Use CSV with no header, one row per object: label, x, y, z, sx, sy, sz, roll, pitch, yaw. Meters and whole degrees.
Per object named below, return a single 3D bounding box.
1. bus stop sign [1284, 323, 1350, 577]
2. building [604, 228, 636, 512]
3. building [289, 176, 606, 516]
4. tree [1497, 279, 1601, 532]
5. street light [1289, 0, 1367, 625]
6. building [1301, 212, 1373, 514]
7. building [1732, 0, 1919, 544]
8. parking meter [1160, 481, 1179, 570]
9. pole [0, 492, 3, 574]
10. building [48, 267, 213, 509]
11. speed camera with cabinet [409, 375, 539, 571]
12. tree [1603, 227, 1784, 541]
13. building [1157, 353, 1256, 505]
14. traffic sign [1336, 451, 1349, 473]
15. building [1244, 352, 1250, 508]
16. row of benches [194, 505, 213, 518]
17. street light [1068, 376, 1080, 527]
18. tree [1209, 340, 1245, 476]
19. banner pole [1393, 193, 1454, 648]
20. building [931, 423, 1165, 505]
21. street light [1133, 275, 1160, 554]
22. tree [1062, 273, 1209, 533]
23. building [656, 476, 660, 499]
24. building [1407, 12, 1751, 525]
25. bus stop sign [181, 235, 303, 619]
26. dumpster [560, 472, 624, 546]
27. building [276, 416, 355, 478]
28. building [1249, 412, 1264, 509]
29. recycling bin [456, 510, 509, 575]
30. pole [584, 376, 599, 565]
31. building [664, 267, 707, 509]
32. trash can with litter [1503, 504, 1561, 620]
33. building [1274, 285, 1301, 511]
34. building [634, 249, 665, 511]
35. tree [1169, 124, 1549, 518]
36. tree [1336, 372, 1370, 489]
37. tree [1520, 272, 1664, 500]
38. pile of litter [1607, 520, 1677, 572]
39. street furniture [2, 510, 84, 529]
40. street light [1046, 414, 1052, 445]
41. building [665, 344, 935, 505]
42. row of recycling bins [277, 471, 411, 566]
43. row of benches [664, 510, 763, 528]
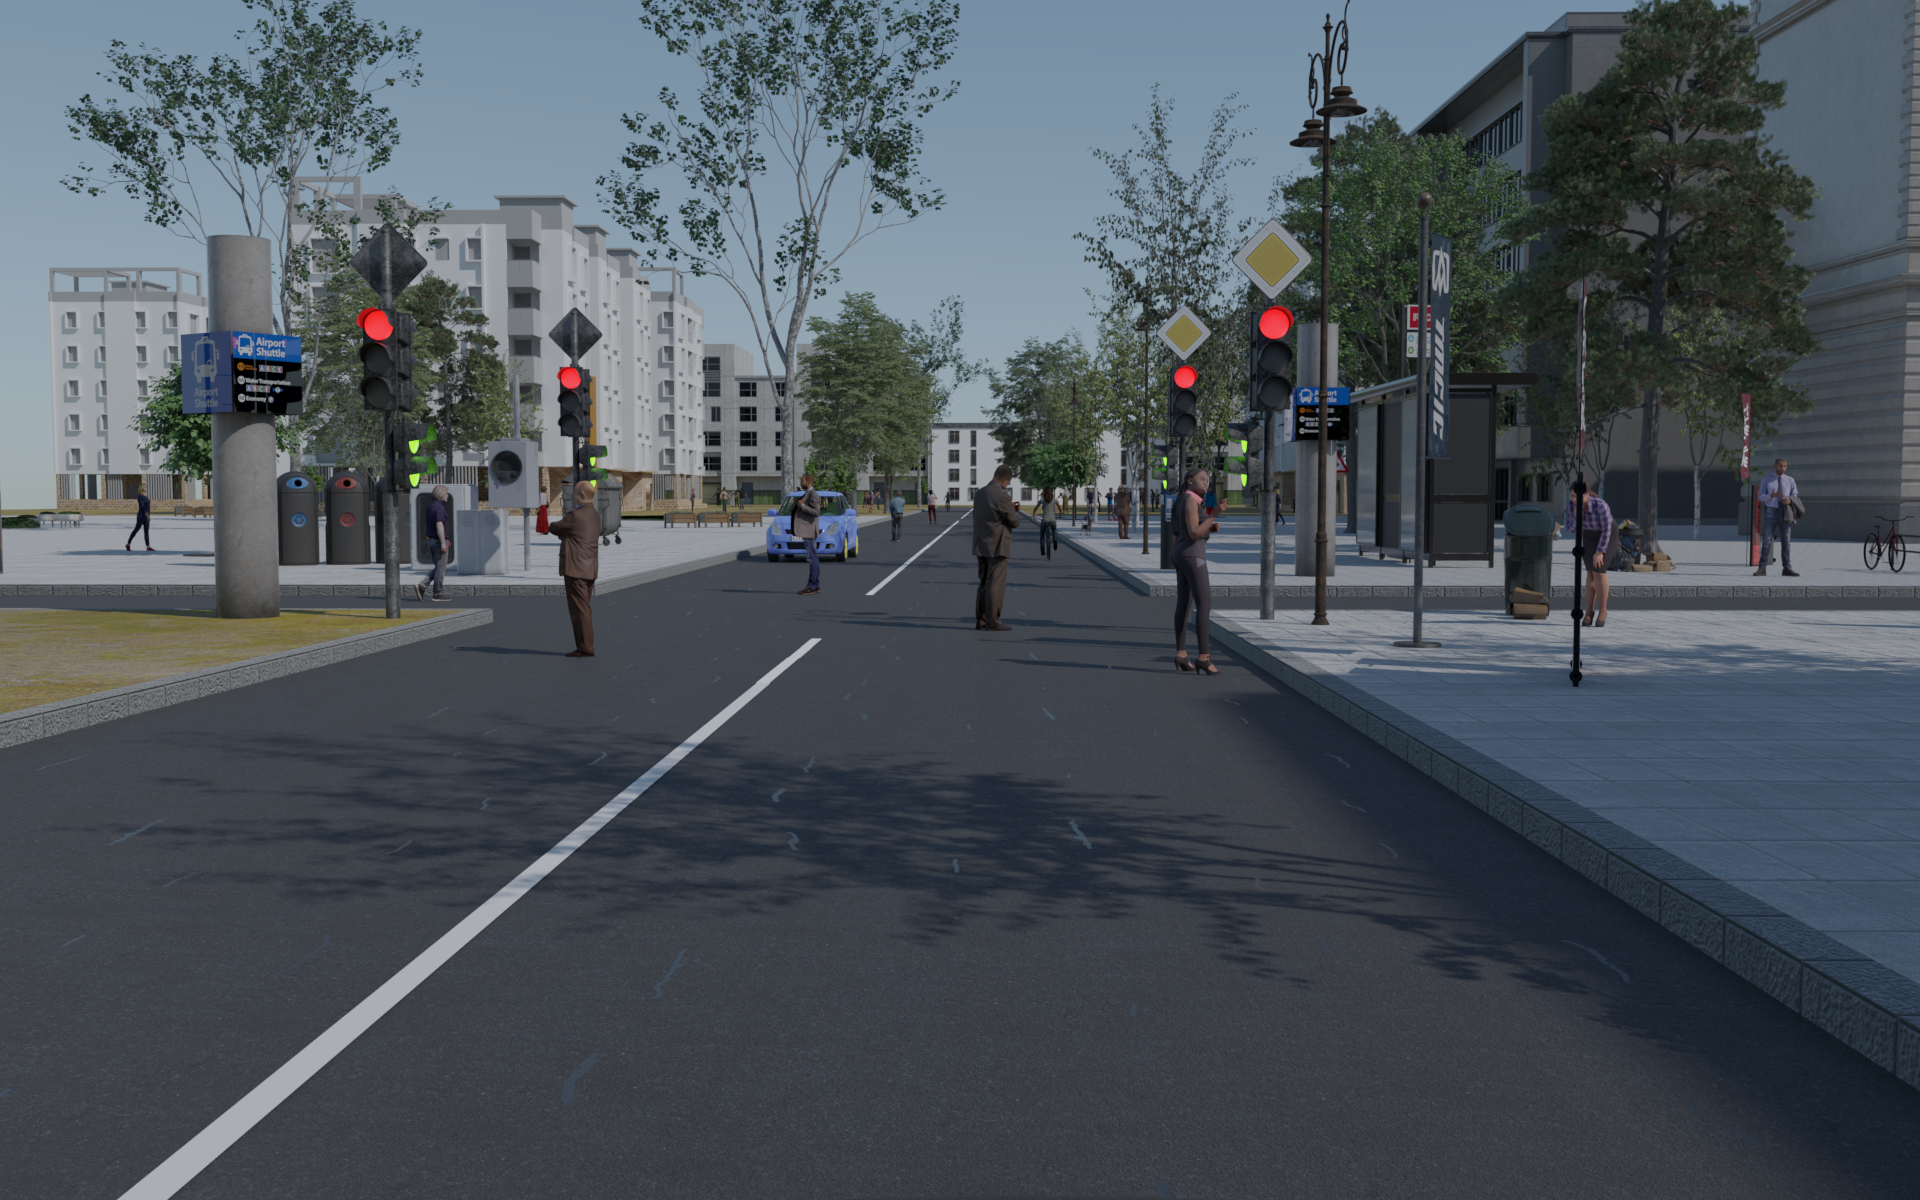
bus stop sign,5.553,-2.323,26.994,0.837,3.901,0.837,0,4,-1
building,-31.889,-16.112,119.843,16.016,20.091,11.380,0,4,1
building,-31.558,-15.379,107.874,16.016,20.091,11.380,0,4,1
tree,20.738,-6.661,59.271,4.737,8.622,4.395,0,3,0
street light,3.537,-2.693,16.825,0.468,5.910,1.993,0,4,1
building,32.195,-15.911,116.566,16.016,20.091,11.380,0,4,1
building,33.440,-13.428,48.421,19.941,23.489,11.050,0,4,1
parking meter,3.598,-1.288,29.468,0.372,1.533,0.369,0,3,0
pole,-15.477,-2.071,27.709,0.158,3.312,0.155,0,3,0
building,-69.704,-18.036,151.315,11.380,20.091,16.016,0,4,1
speed camera with cabinet,-8.091,-2.109,28.815,2.038,3.252,0.660,0,4,7
tree,20.203,-5.921,47.171,4.737,8.622,4.395,0,3,0
building,40.610,-21.104,211.500,31.486,18.905,16.747,0,4,1
traffic sign,9.322,-2.660,43.493,0.884,2.594,0.081,0,4,8
building,33.269,-18.076,151.958,16.016,20.091,11.380,0,4,1
row of benches,-40.584,-4.857,94.879,1.422,0.672,4.104,1,4,9
street light,4.484,-5.832,68.149,0.468,5.910,1.993,0,4,1
tree,10.962,-7.765,77.320,4.737,8.622,4.395,0,3,0
banner pole,3.995,-1.508,14.677,0.401,3.779,0.863,3,4,37
building,10.647,-16.259,207.980,28.070,9.664,9.099,0,4,1
street light,3.952,-3.910,36.711,0.468,5.910,1.993,0,4,1
tree,5.741,-6.497,56.584,4.737,8.622,4.395,0,3,0
building,-50.533,-21.193,212.963,31.486,18.905,16.747,0,4,1
building,30.550,-16.286,85.342,14.314,24.678,30.058,0,4,1
bus stop sign,-7.429,-1.770,17.960,0.837,3.901,0.837,2,4,31
dumpster,-9.214,-2.297,43.313,1.264,1.857,1.865,0,4,1
building,-49.548,-13.010,154.864,28.070,9.664,9.099,0,4,1
building,32.620,-17.361,140.279,16.016,20.091,11.380,0,4,1
recycling bin,-7.625,-0.926,27.698,0.722,1.027,0.722,0,4,-7
pole,-6.406,-2.215,30.064,0.158,3.312,0.155,0,3,0
building,-28.756,-18.031,151.221,11.380,20.091,16.016,0,4,1
trash can with litter,5.997,-0.408,18.059,0.624,1.170,1.055,1,4,12
building,32.362,-16.667,128.923,16.016,20.091,11.380,0,4,1
building,-31.725,-16.806,131.201,16.016,20.091,11.380,0,4,1
tree,12.268,-7.464,47.788,9.928,11.665,9.643,0,3,0
tree,18.165,-8.190,84.272,4.360,8.622,3.978,0,3,0
tree,19.761,-6.312,53.569,4.360,8.622,3.978,0,3,0
pile of litter,11.501,-0.924,29.068,1.719,0.858,1.176,-2,4,-33
street furniture,-38.431,-3.085,66.066,10.072,0.657,5.734,2,4,25
street light,5.143,-7.775,99.902,0.468,5.910,1.993,0,4,1
building,-19.056,-21.146,212.188,31.486,18.905,16.747,0,4,1
row of recycling bins,-11.593,-1.485,31.389,3.534,1.692,1.069,-2,4,-28
row of benches,-9.528,-3.121,66.496,4.104,0.672,1.422,-3,4,-36
